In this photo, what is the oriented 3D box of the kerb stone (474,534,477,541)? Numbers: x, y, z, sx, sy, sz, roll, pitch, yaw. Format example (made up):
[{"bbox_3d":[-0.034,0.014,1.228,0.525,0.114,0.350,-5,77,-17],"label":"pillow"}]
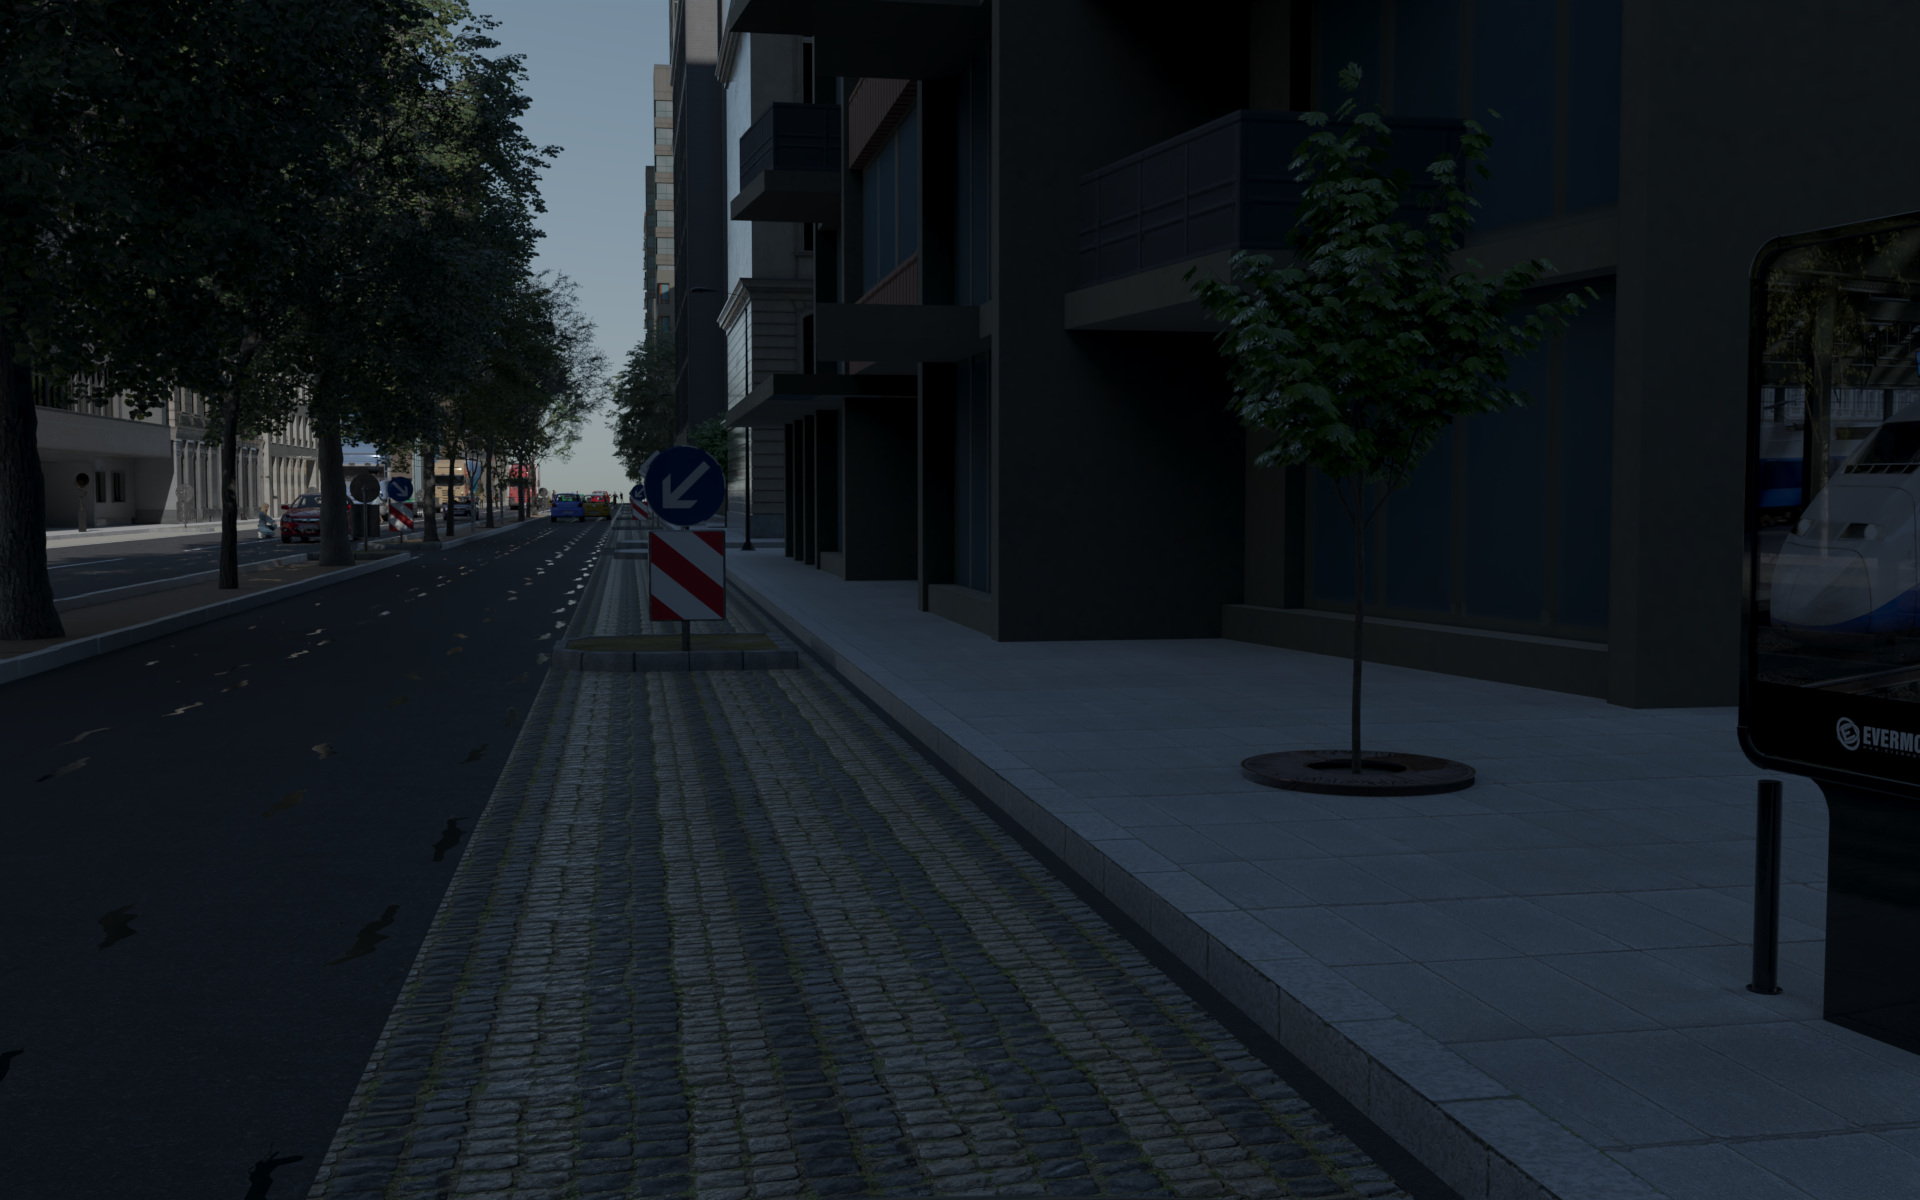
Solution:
[{"bbox_3d":[-14.891,-1.863,52.715,0.120,0.150,1.000,-1,4,-11],"label":"kerb stone"}]

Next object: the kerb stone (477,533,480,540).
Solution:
[{"bbox_3d":[-15.084,-1.928,53.725,0.120,0.150,1.000,-1,4,-11],"label":"kerb stone"}]

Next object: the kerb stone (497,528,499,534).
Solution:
[{"bbox_3d":[-16.628,-2.419,61.794,0.120,0.150,1.000,-1,4,-11],"label":"kerb stone"}]

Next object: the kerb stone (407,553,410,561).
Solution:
[{"bbox_3d":[-11.905,-0.912,37.100,0.120,0.150,1.000,-1,4,-11],"label":"kerb stone"}]

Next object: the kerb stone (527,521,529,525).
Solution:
[{"bbox_3d":[-20.112,-3.526,79.919,0.120,0.150,1.000,-1,4,-11],"label":"kerb stone"}]

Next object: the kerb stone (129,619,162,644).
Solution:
[{"bbox_3d":[-8.037,0.325,16.965,0.120,0.150,1.000,-1,4,-11],"label":"kerb stone"}]

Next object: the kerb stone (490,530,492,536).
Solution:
[{"bbox_3d":[-16.051,-2.237,58.765,0.120,0.150,1.000,-1,4,-11],"label":"kerb stone"}]

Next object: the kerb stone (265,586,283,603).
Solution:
[{"bbox_3d":[-9.196,-0.050,23.012,0.120,0.150,1.000,-1,4,-11],"label":"kerb stone"}]

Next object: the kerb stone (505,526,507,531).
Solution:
[{"bbox_3d":[-17.404,-2.665,65.834,0.120,0.150,1.000,-1,4,-11],"label":"kerb stone"}]

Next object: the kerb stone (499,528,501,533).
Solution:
[{"bbox_3d":[-16.828,-2.479,62.810,0.120,0.150,1.000,-1,4,-11],"label":"kerb stone"}]

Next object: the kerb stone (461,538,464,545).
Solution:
[{"bbox_3d":[-14.122,-1.621,48.698,0.120,0.150,1.000,-1,4,-11],"label":"kerb stone"}]

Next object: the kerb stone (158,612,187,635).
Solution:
[{"bbox_3d":[-8.234,0.261,17.968,0.120,0.150,1.000,-1,4,-11],"label":"kerb stone"}]

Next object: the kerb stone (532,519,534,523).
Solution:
[{"bbox_3d":[-20.877,-3.771,83.951,0.120,0.150,1.000,-1,4,-11],"label":"kerb stone"}]

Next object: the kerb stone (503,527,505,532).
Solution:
[{"bbox_3d":[-17.214,-2.608,64.829,0.120,0.150,1.000,-1,4,-11],"label":"kerb stone"}]

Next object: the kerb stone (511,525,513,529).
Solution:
[{"bbox_3d":[-17.981,-2.854,68.853,0.120,0.150,1.000,-1,4,-11],"label":"kerb stone"}]

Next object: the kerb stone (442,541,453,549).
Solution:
[{"bbox_3d":[-13.547,-1.436,45.674,0.120,0.150,1.000,-1,4,-11],"label":"kerb stone"}]

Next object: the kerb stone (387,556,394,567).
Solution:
[{"bbox_3d":[-11.321,-0.727,34.090,0.120,0.150,1.000,-1,4,-11],"label":"kerb stone"}]

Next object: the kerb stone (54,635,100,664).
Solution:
[{"bbox_3d":[-7.662,0.443,14.954,0.120,0.150,1.000,-1,4,-11],"label":"kerb stone"}]

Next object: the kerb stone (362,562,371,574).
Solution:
[{"bbox_3d":[-10.743,-0.542,31.061,0.120,0.150,1.000,-1,4,-11],"label":"kerb stone"}]

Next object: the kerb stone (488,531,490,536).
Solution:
[{"bbox_3d":[-15.865,-2.175,57.754,0.120,0.150,1.000,-1,4,-11],"label":"kerb stone"}]

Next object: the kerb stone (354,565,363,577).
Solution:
[{"bbox_3d":[-10.549,-0.481,30.057,0.120,0.150,1.000,-1,4,-11],"label":"kerb stone"}]

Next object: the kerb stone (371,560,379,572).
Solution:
[{"bbox_3d":[-10.935,-0.596,32.078,0.120,0.150,1.000,-1,4,-11],"label":"kerb stone"}]

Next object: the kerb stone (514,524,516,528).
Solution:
[{"bbox_3d":[-18.373,-2.976,70.859,0.120,0.150,1.000,-1,4,-11],"label":"kerb stone"}]

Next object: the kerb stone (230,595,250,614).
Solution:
[{"bbox_3d":[-8.808,0.073,21.004,0.120,0.150,1.000,-1,4,-11],"label":"kerb stone"}]

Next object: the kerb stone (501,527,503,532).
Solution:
[{"bbox_3d":[-17.023,-2.543,63.822,0.120,0.150,1.000,-1,4,-11],"label":"kerb stone"}]

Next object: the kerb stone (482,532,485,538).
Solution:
[{"bbox_3d":[-15.475,-2.048,55.737,0.120,0.150,1.000,-1,4,-11],"label":"kerb stone"}]

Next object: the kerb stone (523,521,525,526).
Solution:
[{"bbox_3d":[-19.526,-3.346,76.907,0.120,0.150,1.000,-1,4,-11],"label":"kerb stone"}]

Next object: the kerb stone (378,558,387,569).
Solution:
[{"bbox_3d":[-11.130,-0.666,33.081,0.120,0.150,1.000,-1,4,-11],"label":"kerb stone"}]

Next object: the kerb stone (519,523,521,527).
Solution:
[{"bbox_3d":[-18.945,-3.160,73.881,0.120,0.150,1.000,-1,4,-11],"label":"kerb stone"}]

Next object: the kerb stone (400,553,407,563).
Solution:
[{"bbox_3d":[-11.707,-0.850,36.097,0.120,0.150,1.000,-1,4,-11],"label":"kerb stone"}]

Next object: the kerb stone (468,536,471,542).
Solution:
[{"bbox_3d":[-14.507,-1.744,50.706,0.120,0.150,1.000,-1,4,-11],"label":"kerb stone"}]

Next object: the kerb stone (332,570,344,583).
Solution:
[{"bbox_3d":[-10.166,-0.355,28.049,0.120,0.150,1.000,-1,4,-11],"label":"kerb stone"}]

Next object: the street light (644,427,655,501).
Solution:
[{"bbox_3d":[-21.171,-9.075,120.923,1.470,5.913,1.316,-1,4,-11],"label":"street light"}]

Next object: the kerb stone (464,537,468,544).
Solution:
[{"bbox_3d":[-14.312,-1.681,49.703,0.120,0.150,1.000,-1,4,-11],"label":"kerb stone"}]

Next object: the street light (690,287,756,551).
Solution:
[{"bbox_3d":[-5.353,-4.072,39.122,1.470,5.913,1.316,-1,4,-11],"label":"street light"}]

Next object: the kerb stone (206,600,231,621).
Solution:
[{"bbox_3d":[-8.624,0.135,19.993,0.120,0.150,1.000,-1,4,-11],"label":"kerb stone"}]

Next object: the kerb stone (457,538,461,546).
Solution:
[{"bbox_3d":[-13.923,-1.557,47.689,0.120,0.150,1.000,-1,4,-11],"label":"kerb stone"}]

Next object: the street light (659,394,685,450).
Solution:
[{"bbox_3d":[-13.198,-6.588,80.263,1.470,5.913,1.316,-1,4,-11],"label":"street light"}]

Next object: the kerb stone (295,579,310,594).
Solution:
[{"bbox_3d":[-9.581,-0.167,25.020,0.120,0.150,1.000,-1,4,-11],"label":"kerb stone"}]

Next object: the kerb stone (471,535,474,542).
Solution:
[{"bbox_3d":[-14.699,-1.802,51.710,0.120,0.150,1.000,-1,4,-11],"label":"kerb stone"}]

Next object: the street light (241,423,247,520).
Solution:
[{"bbox_3d":[-34.338,-6.833,84.266,1.470,5.913,1.316,-1,4,-11],"label":"street light"}]

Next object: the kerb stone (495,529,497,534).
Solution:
[{"bbox_3d":[-16.439,-2.359,60.788,0.120,0.150,1.000,-1,4,-11],"label":"kerb stone"}]

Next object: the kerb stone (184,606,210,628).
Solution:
[{"bbox_3d":[-8.428,0.197,18.976,0.120,0.150,1.000,-1,4,-11],"label":"kerb stone"}]

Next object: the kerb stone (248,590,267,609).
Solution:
[{"bbox_3d":[-9.007,0.012,22.007,0.120,0.150,1.000,-1,4,-11],"label":"kerb stone"}]

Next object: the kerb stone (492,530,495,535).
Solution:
[{"bbox_3d":[-16.246,-2.296,59.775,0.120,0.150,1.000,-1,4,-11],"label":"kerb stone"}]

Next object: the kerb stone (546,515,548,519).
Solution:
[{"bbox_3d":[-23.580,-4.640,98.057,0.120,0.150,1.000,-1,4,-11],"label":"kerb stone"}]

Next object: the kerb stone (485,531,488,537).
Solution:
[{"bbox_3d":[-15.664,-2.113,56.745,0.120,0.150,1.000,-1,4,-11],"label":"kerb stone"}]

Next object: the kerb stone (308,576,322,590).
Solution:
[{"bbox_3d":[-9.776,-0.234,26.025,0.120,0.150,1.000,-1,4,-11],"label":"kerb stone"}]

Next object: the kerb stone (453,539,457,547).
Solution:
[{"bbox_3d":[-13.732,-1.496,46.679,0.120,0.150,1.000,-1,4,-11],"label":"kerb stone"}]

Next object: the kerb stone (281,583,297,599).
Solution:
[{"bbox_3d":[-9.392,-0.110,24.016,0.120,0.150,1.000,-1,4,-11],"label":"kerb stone"}]

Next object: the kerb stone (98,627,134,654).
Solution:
[{"bbox_3d":[-7.845,0.382,15.960,0.120,0.150,1.000,-1,4,-11],"label":"kerb stone"}]

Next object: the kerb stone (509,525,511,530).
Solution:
[{"bbox_3d":[-17.792,-2.792,67.843,0.120,0.150,1.000,-1,4,-11],"label":"kerb stone"}]

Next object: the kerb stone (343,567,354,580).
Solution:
[{"bbox_3d":[-10.354,-0.419,29.054,0.120,0.150,1.000,-1,4,-11],"label":"kerb stone"}]

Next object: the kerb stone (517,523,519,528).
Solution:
[{"bbox_3d":[-18.756,-3.099,72.867,0.120,0.150,1.000,-1,4,-11],"label":"kerb stone"}]

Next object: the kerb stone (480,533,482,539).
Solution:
[{"bbox_3d":[-15.280,-1.986,54.734,0.120,0.150,1.000,-1,4,-11],"label":"kerb stone"}]

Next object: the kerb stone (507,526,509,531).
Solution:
[{"bbox_3d":[-17.598,-2.731,66.840,0.120,0.150,1.000,-1,4,-11],"label":"kerb stone"}]

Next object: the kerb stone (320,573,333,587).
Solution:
[{"bbox_3d":[-9.978,-0.296,27.034,0.120,0.150,1.000,-1,4,-11],"label":"kerb stone"}]

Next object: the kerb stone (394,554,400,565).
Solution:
[{"bbox_3d":[-11.519,-0.789,35.093,0.120,0.150,1.000,-1,4,-11],"label":"kerb stone"}]
